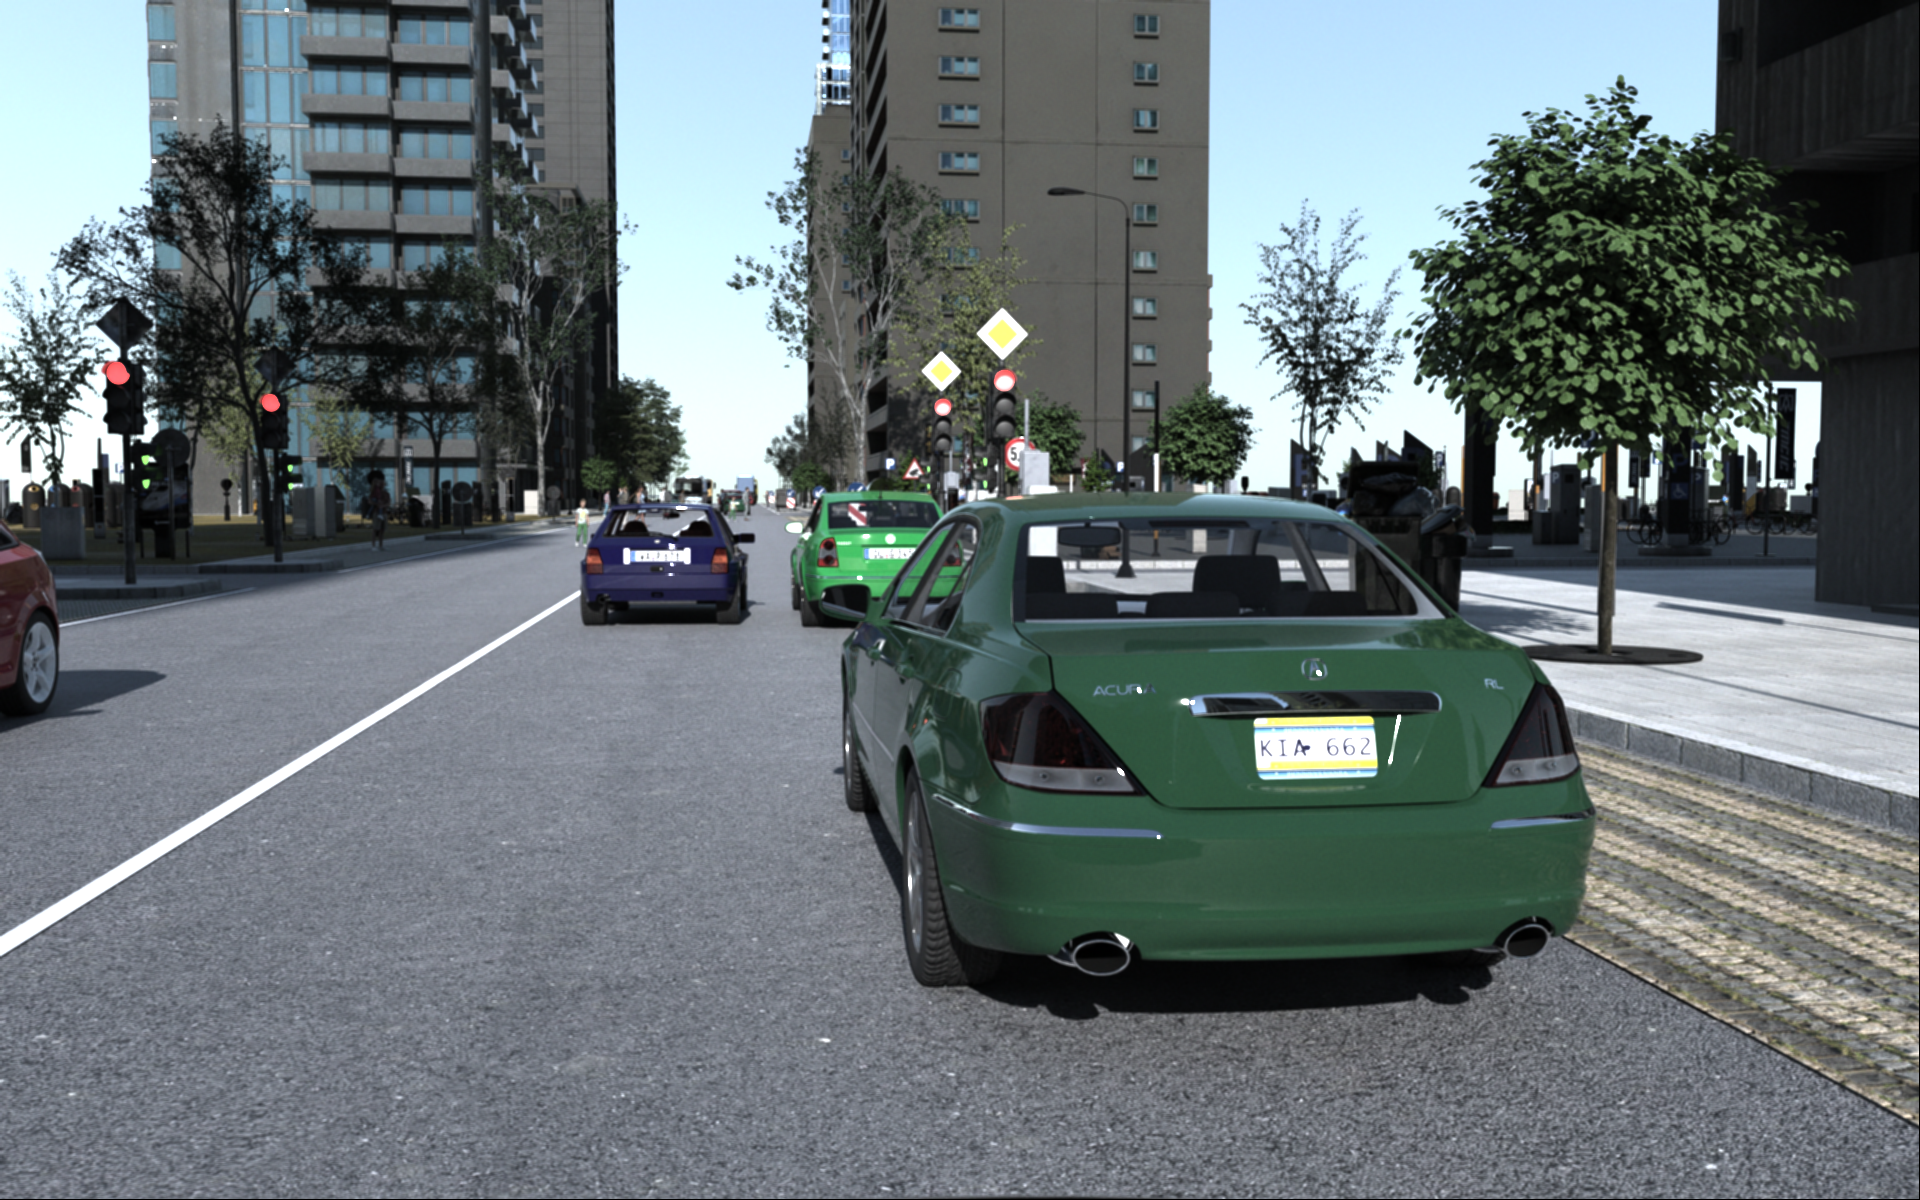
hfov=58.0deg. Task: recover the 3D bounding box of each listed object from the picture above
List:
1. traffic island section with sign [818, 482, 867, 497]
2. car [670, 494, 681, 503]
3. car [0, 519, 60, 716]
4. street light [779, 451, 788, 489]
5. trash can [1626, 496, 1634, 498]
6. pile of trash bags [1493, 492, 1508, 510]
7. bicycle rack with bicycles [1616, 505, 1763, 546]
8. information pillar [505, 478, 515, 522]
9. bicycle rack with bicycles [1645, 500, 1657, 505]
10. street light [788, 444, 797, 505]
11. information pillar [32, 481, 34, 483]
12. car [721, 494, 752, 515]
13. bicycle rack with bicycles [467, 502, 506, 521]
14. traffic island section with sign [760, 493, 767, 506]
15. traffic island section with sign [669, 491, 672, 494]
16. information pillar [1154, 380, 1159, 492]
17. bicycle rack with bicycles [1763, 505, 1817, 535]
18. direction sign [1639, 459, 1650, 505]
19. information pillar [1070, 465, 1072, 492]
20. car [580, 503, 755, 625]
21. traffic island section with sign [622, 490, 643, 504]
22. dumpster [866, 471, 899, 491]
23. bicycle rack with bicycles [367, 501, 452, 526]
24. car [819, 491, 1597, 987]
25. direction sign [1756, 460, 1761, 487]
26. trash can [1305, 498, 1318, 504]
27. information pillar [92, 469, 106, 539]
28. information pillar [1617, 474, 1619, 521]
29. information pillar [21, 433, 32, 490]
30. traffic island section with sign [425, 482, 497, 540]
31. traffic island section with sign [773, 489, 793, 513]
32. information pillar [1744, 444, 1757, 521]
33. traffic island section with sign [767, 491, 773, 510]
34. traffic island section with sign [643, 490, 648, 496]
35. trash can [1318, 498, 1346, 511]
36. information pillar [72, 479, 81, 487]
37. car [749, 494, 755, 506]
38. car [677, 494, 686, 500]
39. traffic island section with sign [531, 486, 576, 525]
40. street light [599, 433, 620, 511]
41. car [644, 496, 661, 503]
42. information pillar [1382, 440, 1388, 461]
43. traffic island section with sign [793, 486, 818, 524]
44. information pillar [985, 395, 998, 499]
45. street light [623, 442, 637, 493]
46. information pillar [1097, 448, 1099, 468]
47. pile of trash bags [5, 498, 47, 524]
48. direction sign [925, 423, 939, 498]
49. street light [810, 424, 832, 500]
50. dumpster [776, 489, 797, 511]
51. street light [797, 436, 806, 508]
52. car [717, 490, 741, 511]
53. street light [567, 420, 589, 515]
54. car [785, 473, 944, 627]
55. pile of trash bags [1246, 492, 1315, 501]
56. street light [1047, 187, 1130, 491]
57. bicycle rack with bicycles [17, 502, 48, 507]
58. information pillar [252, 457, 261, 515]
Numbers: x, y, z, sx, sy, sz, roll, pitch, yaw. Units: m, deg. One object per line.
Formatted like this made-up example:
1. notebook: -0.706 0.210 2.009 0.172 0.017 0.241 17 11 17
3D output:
1. traffic island section with sign: -3.541 -2.956 56.966 1.989 1.847 2.006 0 4 -7
2. car: -23.844 -7.975 142.189 2.131 1.459 4.920 0 4 -6
3. car: -6.681 -0.042 9.721 2.155 1.783 4.494 0 4 -7
4. street light: -19.506 -13.741 197.208 1.470 5.913 1.316 0 4 -7
5. trash can: 44.879 -6.371 115.823 0.748 1.137 0.748 0 3 0
6. pile of trash bags: 29.250 -4.968 90.983 1.912 1.369 3.447 -3 5 -39
7. bicycle rack with bicycles: 18.242 -1.885 44.206 2.925 0.926 2.852 0 4 -5
8. information pillar: -20.845 -4.633 80.242 0.304 2.012 0.304 -2 4 -35
9. bicycle rack with bicycles: 45.048 -6.005 111.567 2.925 0.926 2.852 1 4 15
10. street light: -15.079 -11.575 161.793 1.470 5.913 1.316 0 4 -7
11. information pillar: -50.905 -5.534 94.971 0.304 2.012 0.304 -2 4 -29
12. car: -15.372 -6.566 119.150 2.131 1.459 4.920 0 4 -8
13. bicycle rack with bicycles: -22.785 -4.184 81.784 2.925 0.926 2.852 -1 4 -15
14. traffic island section with sign: -26.925 -14.283 242.158 1.989 1.847 2.006 0 4 -7
15. traffic island section with sign: -39.057 -14.139 239.805 1.989 1.847 2.006 0 4 -7
16. information pillar: 4.027 -2.699 35.491 0.183 3.616 0.504 0 4 6
17. bicycle rack with bicycles: 26.192 -2.571 55.421 2.852 0.926 2.925 -2 4 -30
18. direction sign: 32.205 -5.473 81.479 0.876 3.537 0.379 -3 4 -38
19. information pillar: 4.709 -5.020 73.430 0.183 3.616 0.504 0 4 1
20. car: -3.393 -0.472 20.290 1.945 1.354 3.894 0 4 -5
21. traffic island section with sign: -25.434 -7.545 131.988 1.989 1.847 2.006 0 4 -7
22. dumpster: -3.227 -4.346 73.545 1.502 2.255 1.985 0 4 -7
23. bicycle rack with bicycles: -22.860 -3.534 71.168 2.925 0.926 2.852 1 4 20
24. car: 0.567 0.320 6.565 2.131 1.459 4.920 0 4 -8
25. direction sign: 53.604 -7.619 116.572 0.379 3.537 0.876 -1 4 -11
26. trash can: 13.267 -3.249 64.773 0.748 1.137 0.748 0 3 0
27. information pillar: -24.848 -2.783 49.996 0.304 2.012 0.304 -1 4 -22
28. information pillar: 24.290 -3.667 64.452 0.304 2.012 0.304 0 4 4
29. information pillar: -36.068 -4.624 66.953 0.504 3.616 0.183 2 4 26
30. traffic island section with sign: -15.653 -2.802 54.446 1.989 1.847 2.006 0 4 -7
31. traffic island section with sign: -13.077 -7.573 132.452 1.989 1.847 2.006 0 4 -7
32. information pillar: 37.038 -5.488 81.079 0.183 3.616 0.504 -2 4 -26
33. traffic island section with sign: -16.450 -9.209 159.196 1.989 1.847 2.006 0 4 -7
34. traffic island section with sign: -28.818 -9.181 158.730 1.989 1.847 2.006 0 4 -7
35. trash can: 13.101 -2.978 60.341 0.748 1.137 0.748 0 3 0
36. information pillar: -43.548 -4.949 85.409 0.304 2.012 0.304 0 4 -8
37. car: -26.296 -12.466 212.851 2.155 1.783 4.494 0 4 -7
38. car: -24.457 -8.314 147.728 2.131 1.459 4.920 -1 4 -9
39. traffic island section with sign: -19.021 -4.438 81.191 1.989 1.847 2.006 0 4 -7
40. street light: -26.777 -9.725 131.550 1.470 5.913 1.316 0 4 -7
41. car: -20.008 -6.150 113.138 1.945 1.354 3.894 -1 4 -8
42. information pillar: 18.469 -5.135 75.317 0.183 3.616 0.504 2 4 34
43. traffic island section with sign: -6.926 -4.592 83.709 1.989 1.847 2.006 0 4 -7
44. information pillar: 0.788 -3.035 40.977 0.504 3.616 0.183 -3 5 -39
45. street light: -29.821 -11.135 154.597 1.470 5.913 1.316 0 4 -7
46. information pillar: 6.965 -5.879 87.476 0.183 3.616 0.504 1 4 8
47. pile of trash bags: -39.990 -3.920 73.838 1.912 1.369 3.447 2 4 24
48. direction sign: -0.848 -3.854 55.008 0.379 3.537 0.876 -2 4 -35
49. street light: -9.107 -8.725 115.198 1.470 5.913 1.316 0 4 -7
50. dumpster: -15.059 -8.674 150.037 1.865 1.857 1.264 0 4 -8
51. street light: -12.064 -10.150 138.494 1.470 5.913 1.316 0 4 -7
52. car: -19.354 -8.403 146.056 2.281 1.827 5.304 -1 4 -9
53. street light: -23.875 -8.306 108.349 1.470 5.913 1.316 0 4 -7
54. car: -1.025 -0.694 20.136 1.959 1.807 4.718 0 4 -8
55. pile of trash bags: 13.342 -3.749 71.053 1.912 1.369 3.447 -2 4 -32
56. street light: 2.014 -3.295 26.408 1.470 5.913 1.316 0 4 -7
57. bicycle rack with bicycles: -42.755 -4.121 80.761 2.852 0.926 2.925 0 4 2
58. information pillar: -42.389 -6.915 104.408 0.504 3.616 0.183 -3 5 -40
